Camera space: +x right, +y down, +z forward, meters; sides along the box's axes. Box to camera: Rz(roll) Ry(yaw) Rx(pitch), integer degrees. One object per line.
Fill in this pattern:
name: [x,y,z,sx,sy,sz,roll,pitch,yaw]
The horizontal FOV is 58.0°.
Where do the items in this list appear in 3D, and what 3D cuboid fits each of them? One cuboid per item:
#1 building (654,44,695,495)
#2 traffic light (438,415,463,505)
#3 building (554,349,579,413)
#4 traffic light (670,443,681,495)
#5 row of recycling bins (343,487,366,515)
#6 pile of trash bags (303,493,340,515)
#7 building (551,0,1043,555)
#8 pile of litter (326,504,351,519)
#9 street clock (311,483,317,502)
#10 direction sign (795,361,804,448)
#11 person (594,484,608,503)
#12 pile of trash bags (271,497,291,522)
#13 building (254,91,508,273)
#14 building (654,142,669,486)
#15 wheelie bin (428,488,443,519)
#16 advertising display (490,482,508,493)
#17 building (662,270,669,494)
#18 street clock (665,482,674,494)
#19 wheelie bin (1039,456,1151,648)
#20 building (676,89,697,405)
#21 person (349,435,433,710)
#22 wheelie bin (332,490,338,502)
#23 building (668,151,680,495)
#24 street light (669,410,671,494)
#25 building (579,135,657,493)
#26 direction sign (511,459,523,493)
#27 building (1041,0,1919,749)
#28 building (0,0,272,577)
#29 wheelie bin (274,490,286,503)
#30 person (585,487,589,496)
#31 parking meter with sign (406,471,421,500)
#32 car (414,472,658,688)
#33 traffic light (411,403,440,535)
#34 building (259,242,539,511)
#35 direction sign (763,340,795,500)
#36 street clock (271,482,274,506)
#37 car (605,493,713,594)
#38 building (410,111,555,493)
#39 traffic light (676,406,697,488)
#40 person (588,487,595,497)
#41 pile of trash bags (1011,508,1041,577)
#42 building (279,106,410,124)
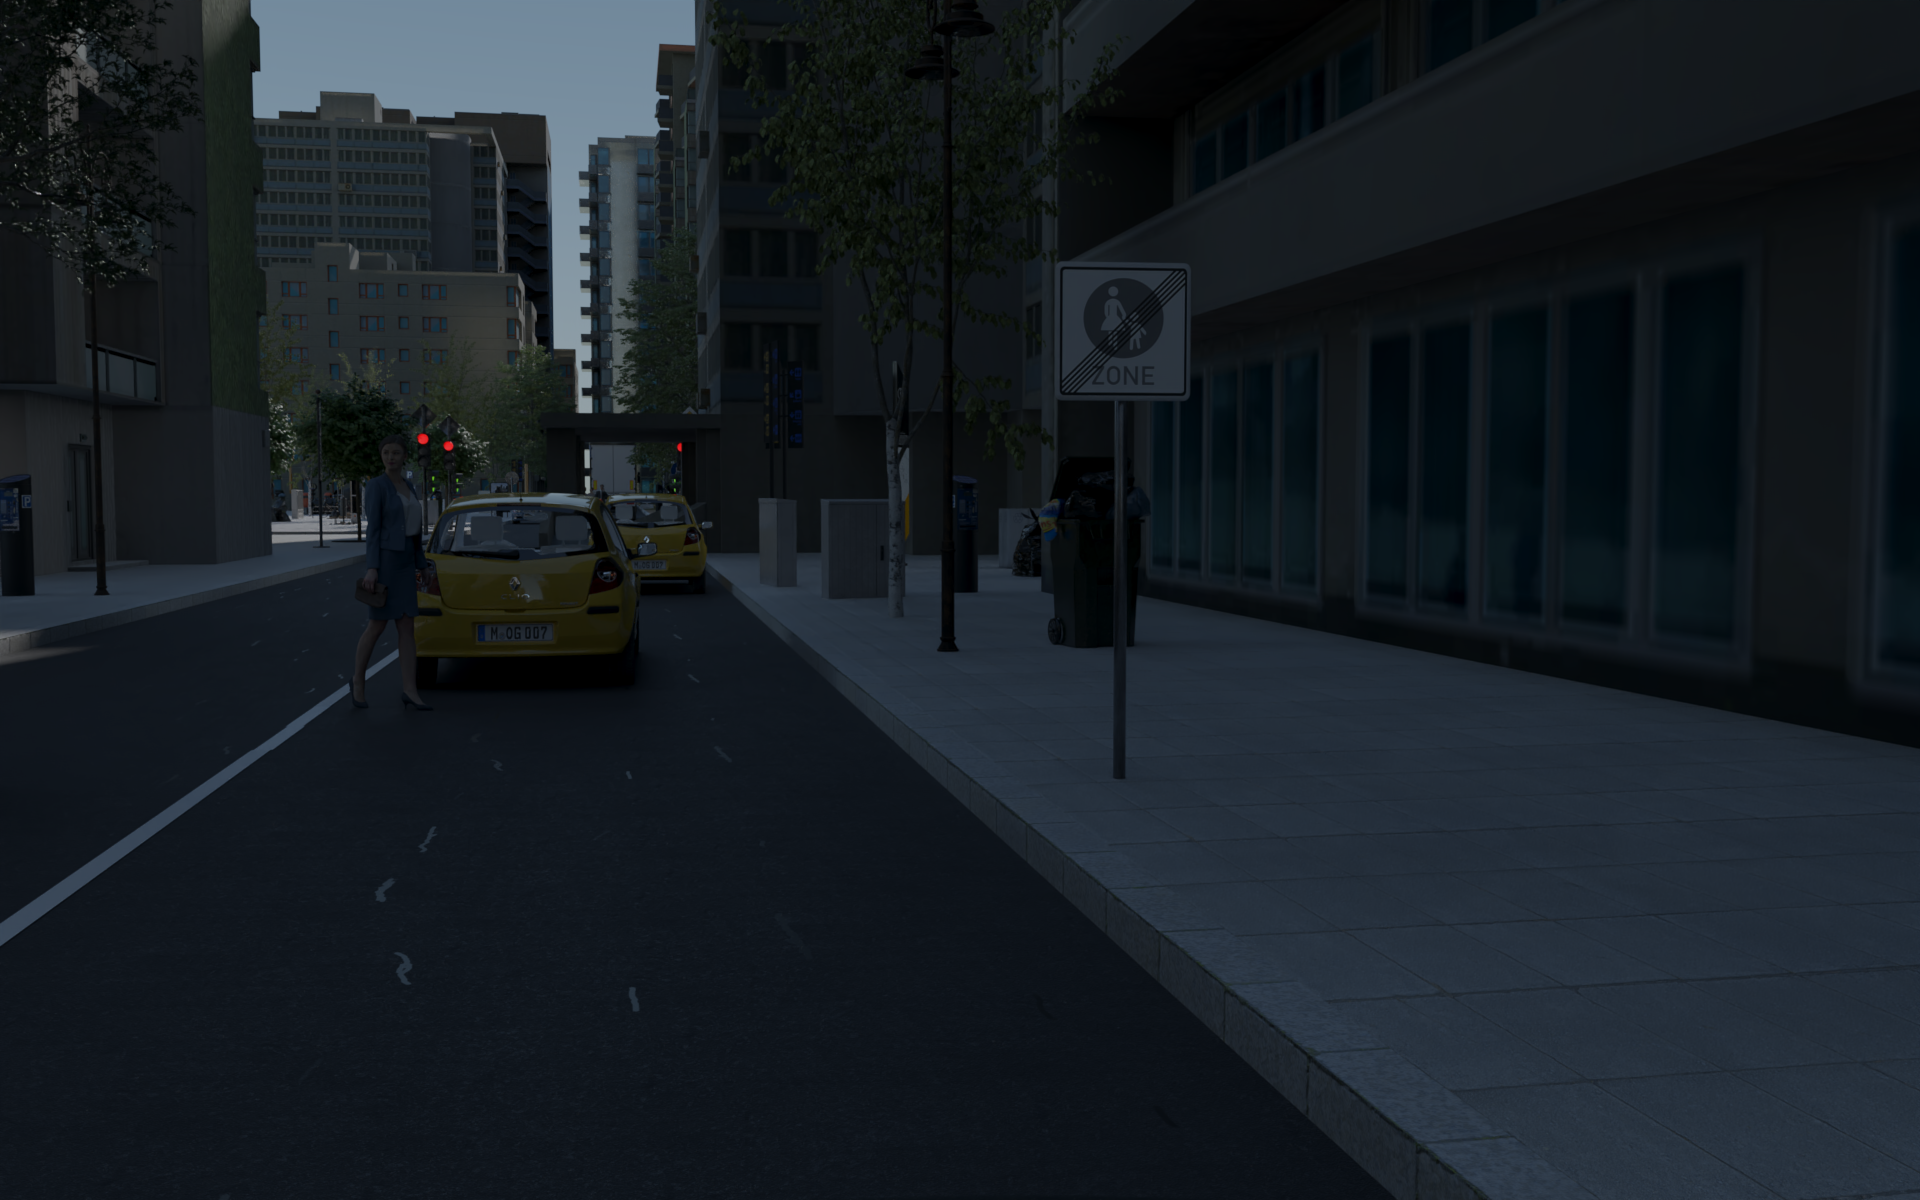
building: [-18.518,-31.535,170.229,22.147,44.769,28.867,-1,4,-11]
traffic light: [-18.117,-4.443,61.567,0.839,4.253,0.868,-1,4,-11]
building: [-65.451,-23.479,228.919,28.899,21.520,27.650,-1,4,-11]
traffic light: [-10.158,-4.539,63.128,0.839,4.253,0.868,-1,4,-11]
row of recycling bins: [-37.542,-6.240,109.140,1.069,1.692,3.534,1,4,16]
pile of trash bags: [-39.877,-5.974,107.434,1.912,1.369,3.447,0,4,4]
building: [5.901,-21.535,43.975,32.217,40.220,23.993,-1,4,-11]
pile of litter: [-32.018,-4.652,90.027,1.719,0.858,1.176,-1,4,-17]
street clock: [-43.315,-6.815,116.000,0.471,2.002,0.358,0,4,5]
direction sign: [-3.008,-2.308,29.726,0.876,3.537,0.379,3,4,37]
person: [-17.347,-4.641,83.738,0.474,1.900,0.648,3,4,39]
pile of trash bags: [-32.663,-4.312,80.258,3.447,1.369,1.912,2,4,32]
building: [-58.208,-29.375,172.161,32.217,40.220,23.993,-1,4,-11]
building: [-28.954,-31.891,205.019,14.154,41.232,14.086,-1,4,-11]
wheelie bin: [-25.261,-4.617,83.390,0.693,1.594,0.980,-2,4,-31]
advertising display: [-25.234,-5.483,94.863,0.974,1.923,0.123,-2,4,-27]
building: [-25.803,-25.651,191.101,14.160,30.474,14.107,-1,4,-11]
street clock: [-17.050,-5.945,101.772,0.471,2.002,0.358,-2,4,-35]
wheelie bin: [1.176,-0.412,14.649,0.980,1.594,0.693,-1,4,-20]
building: [-13.257,-21.804,128.191,14.160,30.474,14.107,-1,4,-11]
person: [-3.796,-0.184,11.540,0.654,1.822,0.581,3,4,37]
wheelie bin: [-46.787,-7.485,130.286,0.693,1.594,0.980,1,4,16]
building: [-17.422,-23.055,148.653,14.160,30.474,14.107,-1,4,-11]
street light: [-15.943,-7.495,95.337,0.468,5.910,1.993,-1,4,-11]
building: [-35.231,-37.480,232.412,30.456,49.044,23.786,-1,4,-11]
direction sign: [-29.063,-7.441,113.665,0.379,3.537,0.876,3,4,37]
building: [13.526,-23.813,13.051,21.300,48.544,21.600,-1,4,-11]
building: [-20.148,-21.027,27.391,14.154,41.232,14.086,-1,4,-11]
wheelie bin: [-51.016,-7.460,129.871,0.980,1.594,0.693,1,4,9]
person: [-15.415,-3.843,72.002,0.598,1.740,0.731,1,4,18]
parking meter with sign: [-41.468,-8.313,132.185,0.543,3.016,1.738,1,4,17]
car: [-3.522,-0.251,14.322,2.015,1.641,3.980,-1,4,-10]
traffic light: [-16.590,-3.964,53.729,0.839,4.253,0.868,-1,4,-11]
building: [-50.825,-18.485,147.274,27.650,21.520,28.899,-1,4,-11]
direction sign: [-2.820,-2.078,25.971,0.379,3.537,0.876,-1,4,-20]
street clock: [-37.737,-5.510,94.653,0.471,2.002,0.358,0,4,-8]
car: [-4.737,-0.978,26.210,2.015,1.641,3.980,-1,4,-10]
building: [-54.389,-33.603,199.522,14.200,45.320,14.600,-1,4,-11]
traffic light: [-8.631,-4.059,55.290,0.839,4.253,0.868,-1,4,-11]
person: [-19.070,-4.921,89.305,0.599,1.781,0.374,0,4,-5]
pile of trash bags: [2.631,-1.068,27.207,3.447,1.369,1.912,-1,4,-21]
building: [-68.625,-33.435,196.779,14.200,45.320,14.600,-1,4,-11]
